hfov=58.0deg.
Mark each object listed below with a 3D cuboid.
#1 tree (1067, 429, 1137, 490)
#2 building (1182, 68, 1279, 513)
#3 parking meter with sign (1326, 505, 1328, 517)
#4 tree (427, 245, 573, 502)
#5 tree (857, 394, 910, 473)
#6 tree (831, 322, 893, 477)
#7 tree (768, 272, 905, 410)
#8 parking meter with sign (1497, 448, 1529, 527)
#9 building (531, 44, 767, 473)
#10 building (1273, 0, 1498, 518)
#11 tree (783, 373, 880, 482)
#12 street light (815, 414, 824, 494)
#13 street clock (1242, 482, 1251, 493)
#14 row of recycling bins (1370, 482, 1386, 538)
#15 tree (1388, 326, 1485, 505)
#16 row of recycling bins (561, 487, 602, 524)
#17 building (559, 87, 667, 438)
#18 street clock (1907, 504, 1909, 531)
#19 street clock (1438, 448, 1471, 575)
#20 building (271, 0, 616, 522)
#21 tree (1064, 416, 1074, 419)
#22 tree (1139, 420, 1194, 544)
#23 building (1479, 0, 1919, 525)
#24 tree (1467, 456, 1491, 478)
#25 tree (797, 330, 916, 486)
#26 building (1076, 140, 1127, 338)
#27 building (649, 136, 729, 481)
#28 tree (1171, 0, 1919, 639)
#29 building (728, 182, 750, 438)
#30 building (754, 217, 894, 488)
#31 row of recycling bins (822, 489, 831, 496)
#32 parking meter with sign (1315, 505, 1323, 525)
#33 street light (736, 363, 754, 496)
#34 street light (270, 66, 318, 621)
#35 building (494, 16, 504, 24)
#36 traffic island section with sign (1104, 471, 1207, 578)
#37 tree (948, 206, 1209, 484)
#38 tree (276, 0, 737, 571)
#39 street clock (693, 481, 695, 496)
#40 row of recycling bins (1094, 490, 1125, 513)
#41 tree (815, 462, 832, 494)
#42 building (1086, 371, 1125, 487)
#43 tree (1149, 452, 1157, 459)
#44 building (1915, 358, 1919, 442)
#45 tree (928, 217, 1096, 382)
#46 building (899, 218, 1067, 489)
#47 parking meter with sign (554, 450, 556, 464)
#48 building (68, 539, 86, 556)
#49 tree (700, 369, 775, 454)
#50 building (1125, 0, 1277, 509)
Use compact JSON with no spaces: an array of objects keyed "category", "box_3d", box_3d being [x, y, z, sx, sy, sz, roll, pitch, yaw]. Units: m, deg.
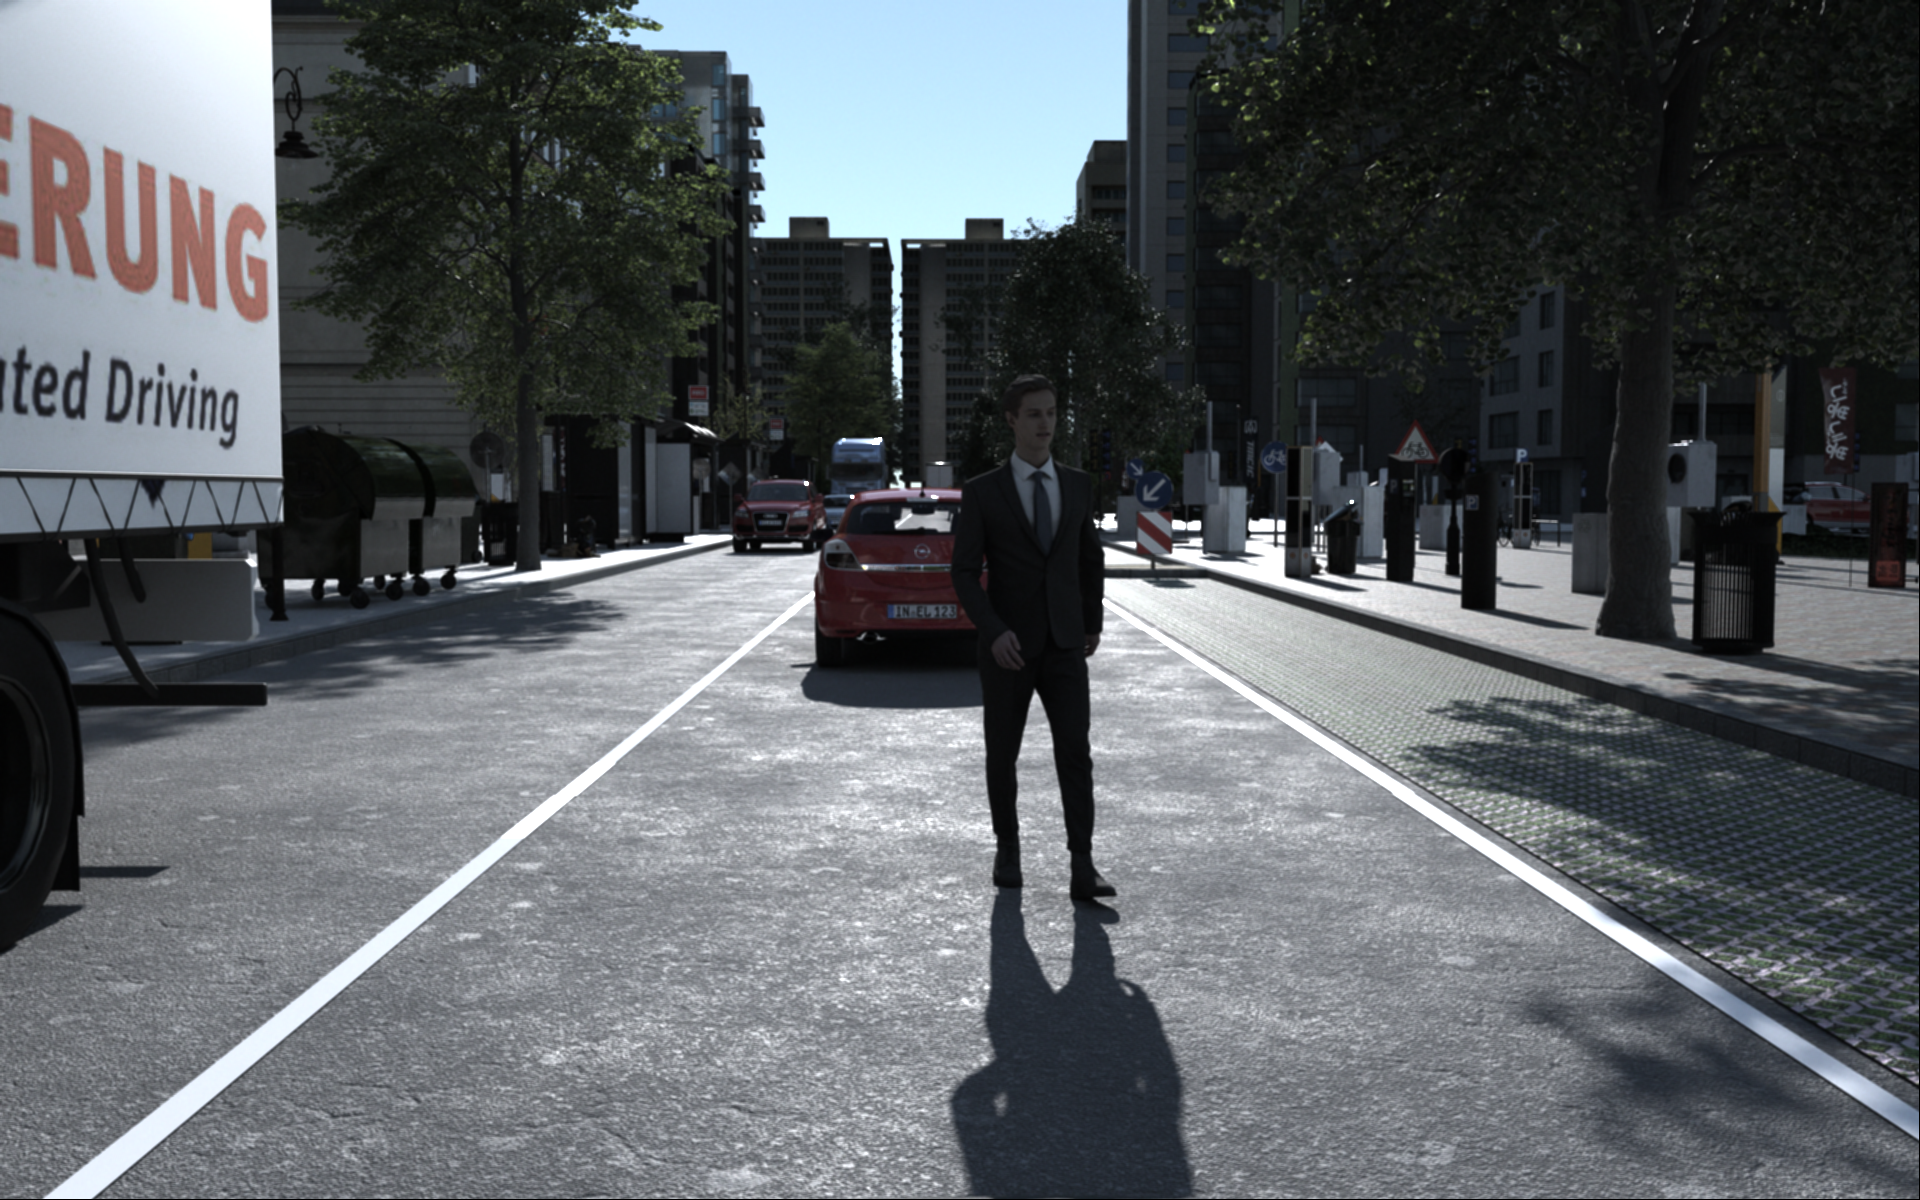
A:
[{"category":"tree","box_3d":[5.490,-5.825,78.949,4.285,4.588,4.351,0,3,0]},{"category":"building","box_3d":[22.500,-21.390,121.423,14.160,30.474,14.107,0,4,-1]},{"category":"parking meter with sign","box_3d":[19.053,-5.795,91.008,0.543,3.016,1.738,0,4,-4]},{"category":"tree","box_3d":[-13.402,-6.145,50.832,4.360,8.622,3.978,0,3,0]},{"category":"tree","box_3d":[-10.535,-17.274,192.798,12.009,13.543,11.850,0,3,0]},{"category":"tree","box_3d":[-8.238,-11.951,113.532,7.486,12.596,7.792,0,3,0]},{"category":"tree","box_3d":[-10.875,-18.023,150.565,12.611,20.169,13.585,0,3,0]},{"category":"parking meter with sign","box_3d":[21.238,-4.319,66.873,0.543,3.016,1.738,-1,4,-11]},{"category":"building","box_3d":[-36.740,-34.756,187.874,30.456,49.044,23.786,0,4,-1]},{"category":"building","box_3d":[25.125,-25.412,99.073,14.154,41.232,14.086,0,4,-1]},{"category":"tree","box_3d":[-9.060,-11.565,123.505,7.601,10.594,8.767,-2,4,-35]},{"category":"street light","box_3d":[-8.116,-7.796,100.246,0.468,5.910,1.993,0,4,-1]},{"category":"street clock","box_3d":[13.382,-4.666,80.857,0.358,2.002,0.471,-1,4,-18]},{"category":"row of recycling bins","box_3d":[12.846,-2.772,52.439,1.069,1.692,3.534,1,4,12]},{"category":"tree","box_3d":[20.369,-7.638,75.249,4.360,8.622,3.978,0,3,0]},{"category":"row of recycling bins","box_3d":[-16.793,-4.201,75.798,3.534,1.692,1.069,-1,4,-21]},{"category":"building","box_3d":[-26.374,-17.904,110.747,12.078,24.808,19.932,0,4,-1]},{"category":"street clock","box_3d":[33.161,-3.425,60.567,0.471,2.002,0.358,-1,4,-15]},{"category":"street clock","box_3d":[7.807,-1.395,27.384,0.471,2.002,0.358,0,4,3]},{"category":"building","box_3d":[-27.623,-15.439,85.717,16.112,22.955,30.059,0,4,-1]},{"category":"tree","box_3d":[4.653,-9.158,100.093,4.737,8.622,4.395,0,3,0]},{"category":"tree","box_3d":[5.393,-3.101,45.303,1.663,3.219,1.824,0,3,0]},{"category":"building","box_3d":[32.268,-18.667,76.910,14.107,30.474,14.160,0,4,-1]},{"category":"tree","box_3d":[25.722,-5.599,86.148,1.663,3.219,1.824,0,3,0]},{"category":"tree","box_3d":[-8.985,-14.032,136.072,9.857,13.997,8.962,0,3,0]},{"category":"building","box_3d":[26.864,-37.707,240.211,21.600,48.544,21.300,0,4,-1]},{"category":"building","box_3d":[-27.300,-22.686,142.624,14.160,30.474,14.107,0,4,-1]},{"category":"tree","box_3d":[6.231,-6.644,15.279,9.857,13.997,8.962,0,3,0]},{"category":"building","box_3d":[-26.860,-23.548,156.713,14.160,30.474,14.107,0,4,-1]},{"category":"building","box_3d":[-21.422,-33.867,245.610,23.993,40.220,32.217,0,4,-1]},{"category":"row of recycling bins","box_3d":[-9.446,-6.807,118.409,3.534,1.692,1.069,3,5,45]},{"category":"parking meter with sign","box_3d":[14.627,-4.678,72.738,0.543,3.016,1.738,-1,4,-11]},{"category":"street light","box_3d":[-7.549,-5.397,61.031,0.468,5.910,1.993,0,4,-1]},{"category":"street light","box_3d":[-6.909,-2.728,17.397,0.468,5.910,1.993,0,4,-1]},{"category":"building","box_3d":[-73.295,-48.941,238.434,20.611,71.187,20.563,0,4,-1]},{"category":"traffic island section with sign","box_3d":[3.189,-1.324,30.283,1.989,1.847,2.006,0,4,-1]},{"category":"tree","box_3d":[4.766,-9.326,69.486,9.611,12.733,9.660,0,3,0]},{"category":"tree","box_3d":[-7.628,-6.786,29.071,7.486,12.596,7.792,0,3,0]},{"category":"street clock","box_3d":[-14.711,-5.576,95.733,0.358,2.002,0.471,-1,4,-17]},{"category":"row of recycling bins","box_3d":[9.613,-6.684,116.396,3.534,1.692,1.069,-2,4,-31]},{"category":"tree","box_3d":[-8.338,-6.735,104.726,1.663,3.219,1.824,0,3,0]},{"category":"building","box_3d":[28.113,-20.938,187.368,27.650,21.520,28.899,0,4,-1]},{"category":"tree","box_3d":[12.509,-7.818,111.534,4.285,4.588,4.351,0,3,0]},{"category":"building","box_3d":[60.933,-30.410,86.437,27.495,52.752,28.713,0,4,-1]},{"category":"tree","box_3d":[4.064,-16.241,121.433,12.611,20.169,13.585,0,3,0]},{"category":"building","box_3d":[3.410,-33.943,246.846,23.993,40.220,32.217,0,4,-1]},{"category":"parking meter with sign","box_3d":[-16.623,-4.420,68.520,0.543,3.016,1.738,-3,5,-42]},{"category":"building","box_3d":[-26.813,-11.095,36.154,16.860,20.320,10.420,0,4,-1]},{"category":"tree","box_3d":[-13.058,-9.241,101.456,4.360,8.622,3.978,0,3,0]},{"category":"building","box_3d":[25.730,-37.658,157.702,21.231,58.520,28.212,0,4,-1]}]
